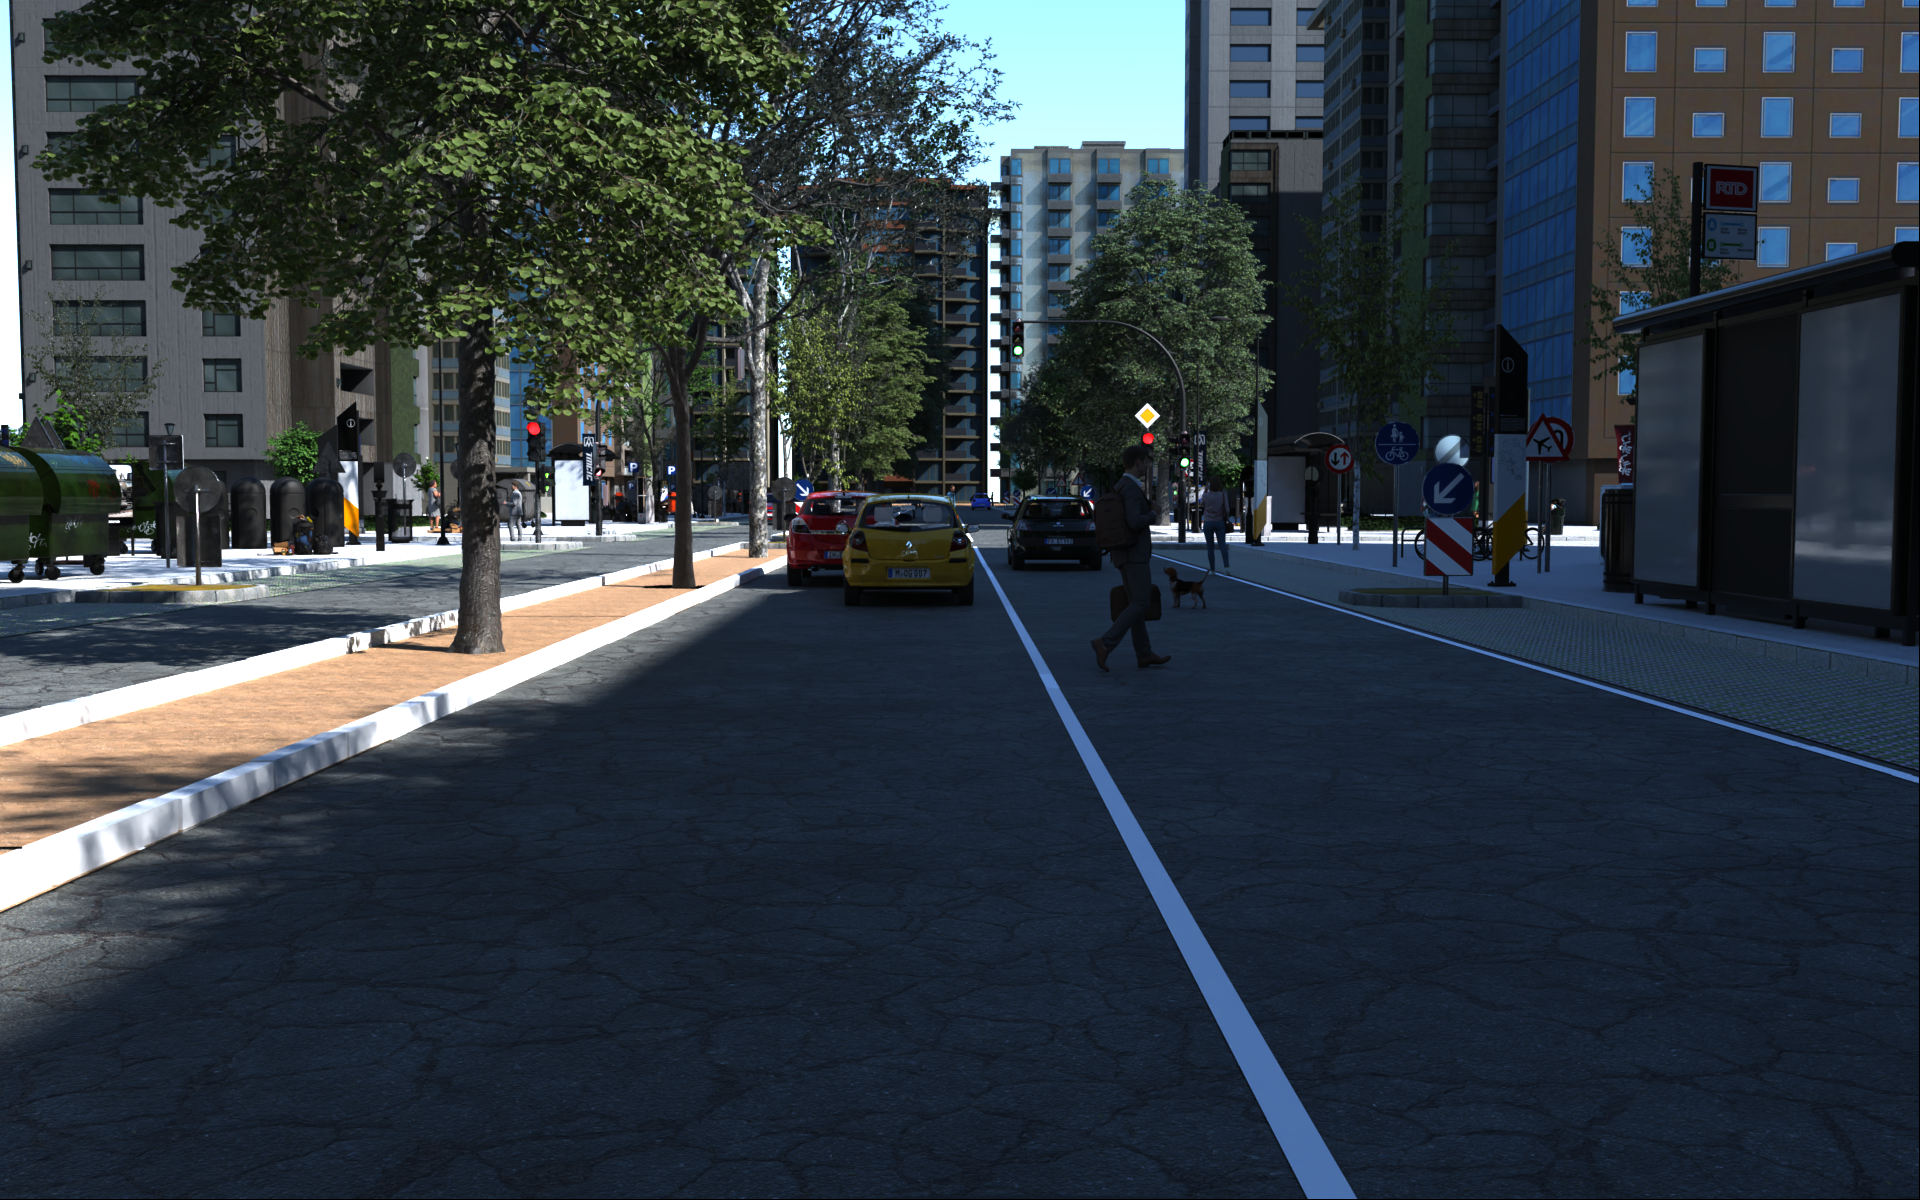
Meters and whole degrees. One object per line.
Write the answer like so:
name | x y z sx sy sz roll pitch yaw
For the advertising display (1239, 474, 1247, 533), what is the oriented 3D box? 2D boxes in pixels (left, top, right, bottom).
advertising display | 9.354 -3.182 57.247 0.123 1.923 0.974 1 4 16

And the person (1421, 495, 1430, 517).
person | 14.950 -2.955 55.191 0.643 1.720 0.563 -1 4 -22

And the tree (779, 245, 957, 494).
tree | -4.648 -11.004 89.027 9.857 13.997 8.962 0 3 0

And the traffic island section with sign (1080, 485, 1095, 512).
traffic island section with sign | 5.598 -4.254 78.173 1.989 1.847 2.006 0 4 0

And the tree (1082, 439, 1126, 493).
tree | 8.595 -6.966 97.605 4.285 4.588 4.351 0 3 0

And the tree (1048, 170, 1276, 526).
tree | 8.286 -9.977 69.786 9.857 13.997 8.962 0 3 0

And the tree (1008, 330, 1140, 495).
tree | 8.125 -12.172 116.013 9.611 12.733 9.660 0 3 0

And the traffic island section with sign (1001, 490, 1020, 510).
traffic island section with sign | 4.972 -8.996 155.716 1.989 1.847 2.006 0 4 0

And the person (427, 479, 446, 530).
person | -17.916 -3.240 59.367 0.532 1.782 0.716 -3 5 -43

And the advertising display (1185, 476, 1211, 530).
advertising display | 8.487 -3.478 62.084 0.974 1.923 0.123 0 4 8

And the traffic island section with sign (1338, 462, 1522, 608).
traffic island section with sign | 6.035 -0.854 22.585 1.989 1.847 2.006 0 4 0

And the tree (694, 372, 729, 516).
tree | -13.592 -9.157 100.079 4.737 8.622 4.395 0 3 0

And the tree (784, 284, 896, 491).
tree | -4.247 -6.571 60.253 4.360 8.622 3.978 0 3 0

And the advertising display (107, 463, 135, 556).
advertising display | -17.573 -1.868 35.754 0.974 1.923 0.123 -2 4 -29

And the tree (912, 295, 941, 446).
tree | -4.778 -9.745 79.922 7.486 12.596 7.792 0 3 0

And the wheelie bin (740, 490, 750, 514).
wheelie bin | -13.663 -6.338 111.541 0.980 1.594 0.693 -1 4 -14

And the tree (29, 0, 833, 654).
tree | -4.440 -5.815 15.658 7.486 12.596 7.792 0 3 0

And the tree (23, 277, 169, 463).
tree | -29.896 -6.685 59.661 4.360 8.622 3.978 0 3 0

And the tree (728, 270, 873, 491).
tree | -4.832 -6.281 55.509 4.737 8.622 4.395 0 3 0

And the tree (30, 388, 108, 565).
tree | -16.508 -2.265 31.630 1.663 3.219 1.824 0 3 0

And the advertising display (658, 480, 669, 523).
advertising display | -13.243 -4.407 77.263 0.123 1.923 0.974 1 4 12

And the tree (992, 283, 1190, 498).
tree | 7.578 -9.798 85.947 9.928 11.665 9.643 0 3 0

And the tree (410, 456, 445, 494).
tree | -27.064 -5.702 87.829 1.663 3.219 1.824 0 3 0

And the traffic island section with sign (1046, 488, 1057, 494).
traffic island section with sign | 5.386 -5.902 105.128 1.989 1.847 2.006 0 4 0

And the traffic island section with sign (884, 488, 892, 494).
traffic island section with sign | -5.372 -7.349 128.288 2.006 1.907 1.989 0 4 0

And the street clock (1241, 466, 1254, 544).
street clock | 7.450 -2.447 44.572 0.471 2.002 0.358 1 4 9

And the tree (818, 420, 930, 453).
tree | -5.602 -10.819 113.755 8.767 10.594 7.601 0 4 0

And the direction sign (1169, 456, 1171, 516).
direction sign | 12.249 -6.737 102.153 0.379 3.537 0.876 -1 4 -15

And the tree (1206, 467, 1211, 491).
tree | 14.452 -6.768 105.264 1.663 3.219 1.824 0 3 0

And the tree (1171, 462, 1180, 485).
tree | 16.221 -8.313 119.628 4.285 4.588 4.351 0 3 0

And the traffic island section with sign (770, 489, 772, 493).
traffic island section with sign | -11.243 -5.931 105.593 1.989 1.847 2.006 0 4 0

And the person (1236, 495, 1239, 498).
person | 20.403 -7.344 126.311 0.583 1.804 0.606 2 4 25

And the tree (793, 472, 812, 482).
tree | -14.215 -9.664 152.612 1.663 3.219 1.824 0 3 0

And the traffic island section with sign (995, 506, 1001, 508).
traffic island section with sign | 4.754 -10.670 183.081 1.989 1.847 2.006 0 4 0

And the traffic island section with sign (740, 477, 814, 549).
traffic island section with sign | -4.707 -2.300 45.745 2.006 1.907 1.989 0 4 0

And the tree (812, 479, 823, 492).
tree | -15.197 -11.547 183.401 1.663 3.219 1.824 0 3 0

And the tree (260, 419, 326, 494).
tree | -28.776 -5.628 75.732 4.285 4.588 4.351 0 3 0

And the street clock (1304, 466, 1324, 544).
street clock | 9.070 -2.439 44.440 0.358 2.002 0.471 -3 5 -43

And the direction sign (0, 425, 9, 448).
direction sign | -31.364 -3.954 56.648 0.876 3.537 0.379 2 4 26

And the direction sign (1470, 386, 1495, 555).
direction sign | 11.051 -2.719 36.454 0.876 3.537 0.379 -2 4 -31

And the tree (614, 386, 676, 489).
tree | -21.203 -10.120 115.818 4.360 8.622 3.978 0 3 0

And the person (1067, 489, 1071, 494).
person | 9.128 -8.334 143.129 0.721 1.723 1.217 2 4 26

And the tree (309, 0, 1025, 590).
tree | -4.146 -6.901 25.656 12.009 13.543 11.850 0 3 0

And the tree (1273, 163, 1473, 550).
tree | 9.320 -5.449 39.446 4.737 8.622 4.395 0 3 0

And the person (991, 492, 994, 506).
person | 3.717 -11.841 202.910 0.445 1.727 0.742 -1 4 -21

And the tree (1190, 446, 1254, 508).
tree | 17.796 -7.940 113.530 4.285 4.588 4.351 0 3 0

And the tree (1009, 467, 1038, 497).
tree | 7.044 -12.510 188.246 4.285 4.588 4.351 0 3 0

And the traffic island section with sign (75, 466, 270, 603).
traffic island section with sign | -10.590 -0.914 23.577 1.989 1.847 2.006 0 4 0

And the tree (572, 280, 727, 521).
tree | -14.778 -9.637 83.324 9.928 11.665 9.643 0 3 0

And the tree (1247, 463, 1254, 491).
tree | 18.781 -7.046 109.810 1.663 3.219 1.824 0 3 0

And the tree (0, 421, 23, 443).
tree | -66.837 -9.130 112.182 11.467 7.101 20.602 -1 4 -12

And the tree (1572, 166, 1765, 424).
tree | 15.970 -5.382 38.350 4.737 8.622 4.395 0 3 0

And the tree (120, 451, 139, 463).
tree | -36.625 -4.987 76.143 1.663 3.219 1.824 0 3 0

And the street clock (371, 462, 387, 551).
street clock | -13.027 -2.098 38.876 0.358 2.002 0.471 -1 4 -19

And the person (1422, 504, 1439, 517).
person | 11.869 -2.257 43.293 0.721 1.781 0.623 0 4 5

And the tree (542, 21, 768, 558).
tree | -5.749 -11.056 39.105 12.611 20.169 13.585 0 3 0

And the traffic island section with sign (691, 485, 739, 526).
traffic island section with sign | -11.021 -4.246 78.049 1.989 1.847 2.006 0 4 0

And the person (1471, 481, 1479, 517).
person | 20.750 -3.866 69.494 0.529 1.795 0.600 -3 4 -38
